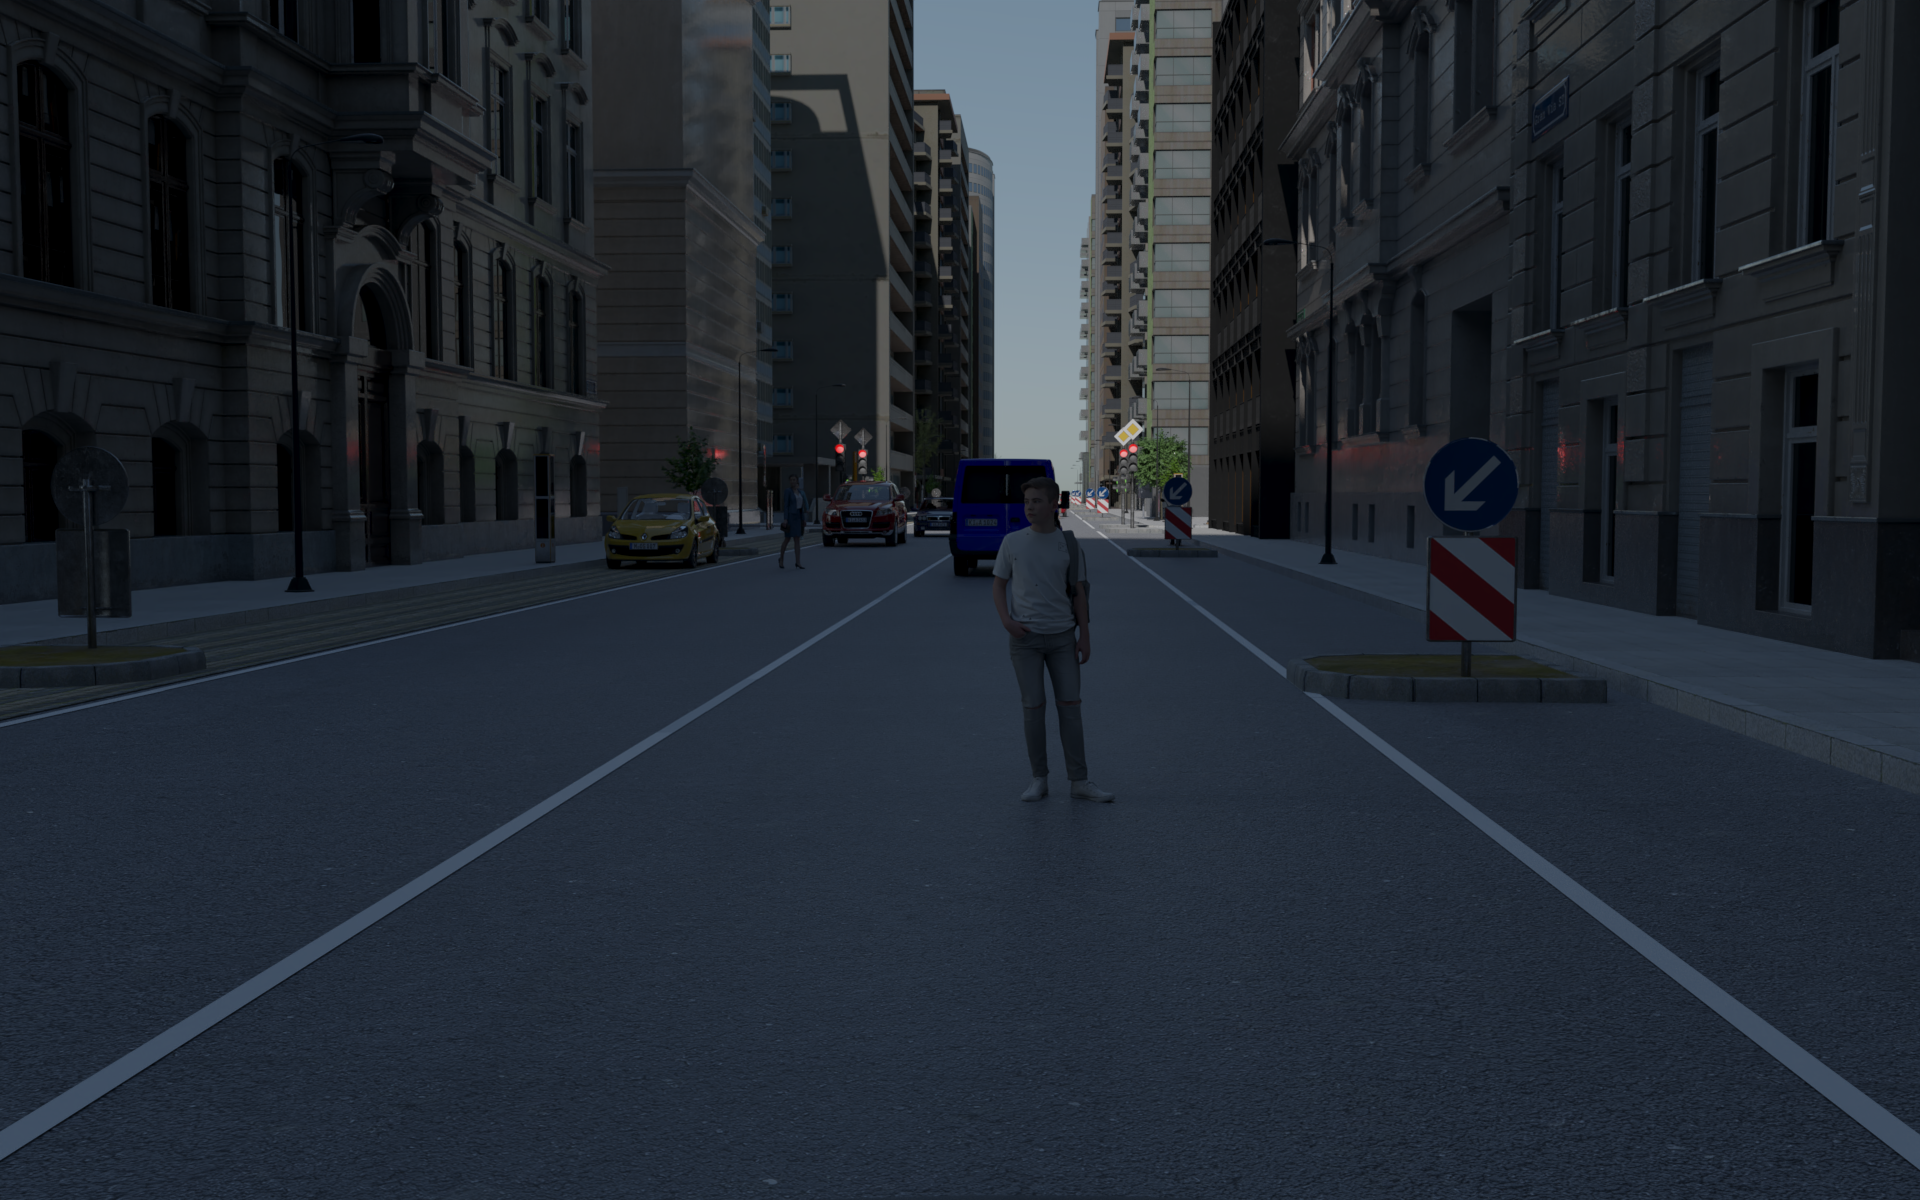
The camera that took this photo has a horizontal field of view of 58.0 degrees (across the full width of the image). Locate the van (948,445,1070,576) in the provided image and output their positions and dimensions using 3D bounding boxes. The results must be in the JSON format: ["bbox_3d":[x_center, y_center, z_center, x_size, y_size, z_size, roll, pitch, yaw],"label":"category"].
[{"bbox_3d":[0.917,-1.693,32.070,2.240,2.365,5.245,0,4,3],"label":"van"}]

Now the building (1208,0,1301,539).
[{"bbox_3d":[15.023,-13.834,55.867,12.332,23.373,15.834,0,4,3],"label":"building"}]

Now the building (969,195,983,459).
[{"bbox_3d":[-3.873,-36.856,252.704,14.600,45.320,14.200,0,4,3],"label":"building"}]

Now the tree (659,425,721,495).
[{"bbox_3d":[-7.608,-3.300,48.550,1.663,3.219,1.824,0,3,0],"label":"tree"}]

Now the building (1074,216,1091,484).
[{"bbox_3d":[31.286,-41.044,290.669,23.786,49.044,30.456,0,4,3],"label":"building"}]

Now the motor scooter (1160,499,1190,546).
[{"bbox_3d":[6.004,-2.171,48.276,0.815,1.314,1.986,0,4,1],"label":"motor scooter"}]

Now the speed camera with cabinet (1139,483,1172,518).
[{"bbox_3d":[10.670,-6.051,93.265,2.038,3.252,0.660,0,4,-6],"label":"speed camera with cabinet"}]

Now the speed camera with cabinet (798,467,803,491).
[{"bbox_3d":[-8.223,-6.343,98.050,2.038,3.252,0.660,0,4,0],"label":"speed camera with cabinet"}]

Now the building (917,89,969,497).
[{"bbox_3d":[-10.032,-35.978,211.948,21.300,48.544,21.600,0,4,3],"label":"building"}]

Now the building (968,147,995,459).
[{"bbox_3d":[-5.139,-45.706,289.297,21.231,58.520,28.212,0,4,3],"label":"building"}]

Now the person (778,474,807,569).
[{"bbox_3d":[-3.225,-1.514,33.270,0.581,1.822,0.654,-3,4,-37],"label":"person"}]

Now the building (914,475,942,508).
[{"bbox_3d":[-18.062,-28.691,160.975,32.217,40.220,23.993,0,4,3],"label":"building"}]

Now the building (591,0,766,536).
[{"bbox_3d":[-17.527,-16.669,58.448,20.117,28.700,13.634,0,4,3],"label":"building"}]

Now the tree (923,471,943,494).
[{"bbox_3d":[-2.363,-9.317,146.932,1.663,3.219,1.824,0,3,0],"label":"tree"}]

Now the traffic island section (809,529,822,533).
[{"bbox_3d":[-4.513,-2.634,65.349,2.009,0.180,2.903,0,4,3],"label":"traffic island section"}]

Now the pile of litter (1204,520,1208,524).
[{"bbox_3d":[11.157,-3.609,72.970,1.719,0.858,1.176,2,4,25],"label":"pile of litter"}]

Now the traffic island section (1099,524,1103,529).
[{"bbox_3d":[6.870,-3.088,72.761,2.009,0.180,2.903,0,4,3],"label":"traffic island section"}]

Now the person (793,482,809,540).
[{"bbox_3d":[-5.060,-2.792,54.172,0.660,1.820,0.620,-1,4,-9],"label":"person"}]

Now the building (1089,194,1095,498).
[{"bbox_3d":[24.825,-33.892,237.724,14.154,41.232,14.086,0,4,3],"label":"building"}]

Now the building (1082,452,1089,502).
[{"bbox_3d":[29.862,-57.873,258.887,22.319,86.520,31.000,0,4,3],"label":"building"}]

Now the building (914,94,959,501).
[{"bbox_3d":[-11.565,-32.556,186.921,22.147,44.769,28.867,0,4,3],"label":"building"}]

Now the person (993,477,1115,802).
[{"bbox_3d":[0.436,0.182,8.121,0.503,1.515,0.523,-2,4,-33],"label":"person"}]

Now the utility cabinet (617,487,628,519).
[{"bbox_3d":[-9.916,-2.579,50.842,0.318,1.500,1.173,-1,4,-10],"label":"utility cabinet"}]

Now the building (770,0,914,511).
[{"bbox_3d":[-14.641,-30.409,120.882,21.300,48.544,21.600,0,4,3],"label":"building"}]

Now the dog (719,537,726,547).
[{"bbox_3d":[-6.079,-1.693,44.516,0.513,0.831,0.800,2,4,34],"label":"dog"}]

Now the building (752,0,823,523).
[{"bbox_3d":[-22.414,-24.042,84.975,32.217,40.220,23.993,0,4,3],"label":"building"}]

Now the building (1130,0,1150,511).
[{"bbox_3d":[24.326,-31.285,131.114,23.786,49.044,30.456,0,4,3],"label":"building"}]

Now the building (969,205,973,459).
[{"bbox_3d":[-5.550,-33.956,238.779,14.154,41.232,14.086,0,4,3],"label":"building"}]

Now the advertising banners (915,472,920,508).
[{"bbox_3d":[-3.338,-8.532,135.679,0.090,3.025,2.074,-1,4,-12],"label":"advertising banners"}]

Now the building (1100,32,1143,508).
[{"bbox_3d":[24.645,-31.156,164.028,22.147,44.769,28.867,0,4,3],"label":"building"}]

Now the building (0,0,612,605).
[{"bbox_3d":[-15.723,-12.882,29.699,14.460,24.649,34.723,0,4,3],"label":"building"}]

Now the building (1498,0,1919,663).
[{"bbox_3d":[12.664,-13.100,11.451,12.463,27.353,25.104,0,4,3],"label":"building"}]

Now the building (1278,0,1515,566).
[{"bbox_3d":[14.792,-15.190,35.745,14.401,28.519,23.554,0,4,3],"label":"building"}]

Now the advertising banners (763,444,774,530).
[{"bbox_3d":[-6.861,-4.018,61.880,0.090,3.025,2.074,0,4,3],"label":"advertising banners"}]

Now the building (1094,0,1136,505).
[{"bbox_3d":[26.731,-40.724,207.840,21.231,58.520,28.212,0,4,3],"label":"building"}]

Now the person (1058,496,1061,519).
[{"bbox_3d":[5.532,-5.534,99.212,0.641,1.798,0.478,2,4,25],"label":"person"}]

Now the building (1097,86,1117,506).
[{"bbox_3d":[22.210,-32.807,186.508,14.600,45.320,14.200,0,4,3],"label":"building"}]

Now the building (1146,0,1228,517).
[{"bbox_3d":[17.996,-25.555,101.421,14.154,41.232,14.086,0,4,3],"label":"building"}]

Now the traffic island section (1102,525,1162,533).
[{"bbox_3d":[6.464,-2.600,64.787,2.009,0.180,2.903,0,4,3],"label":"traffic island section"}]

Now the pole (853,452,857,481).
[{"bbox_3d":[-5.034,-5.455,83.024,0.158,3.312,0.155,0,3,0],"label":"pole"}]
